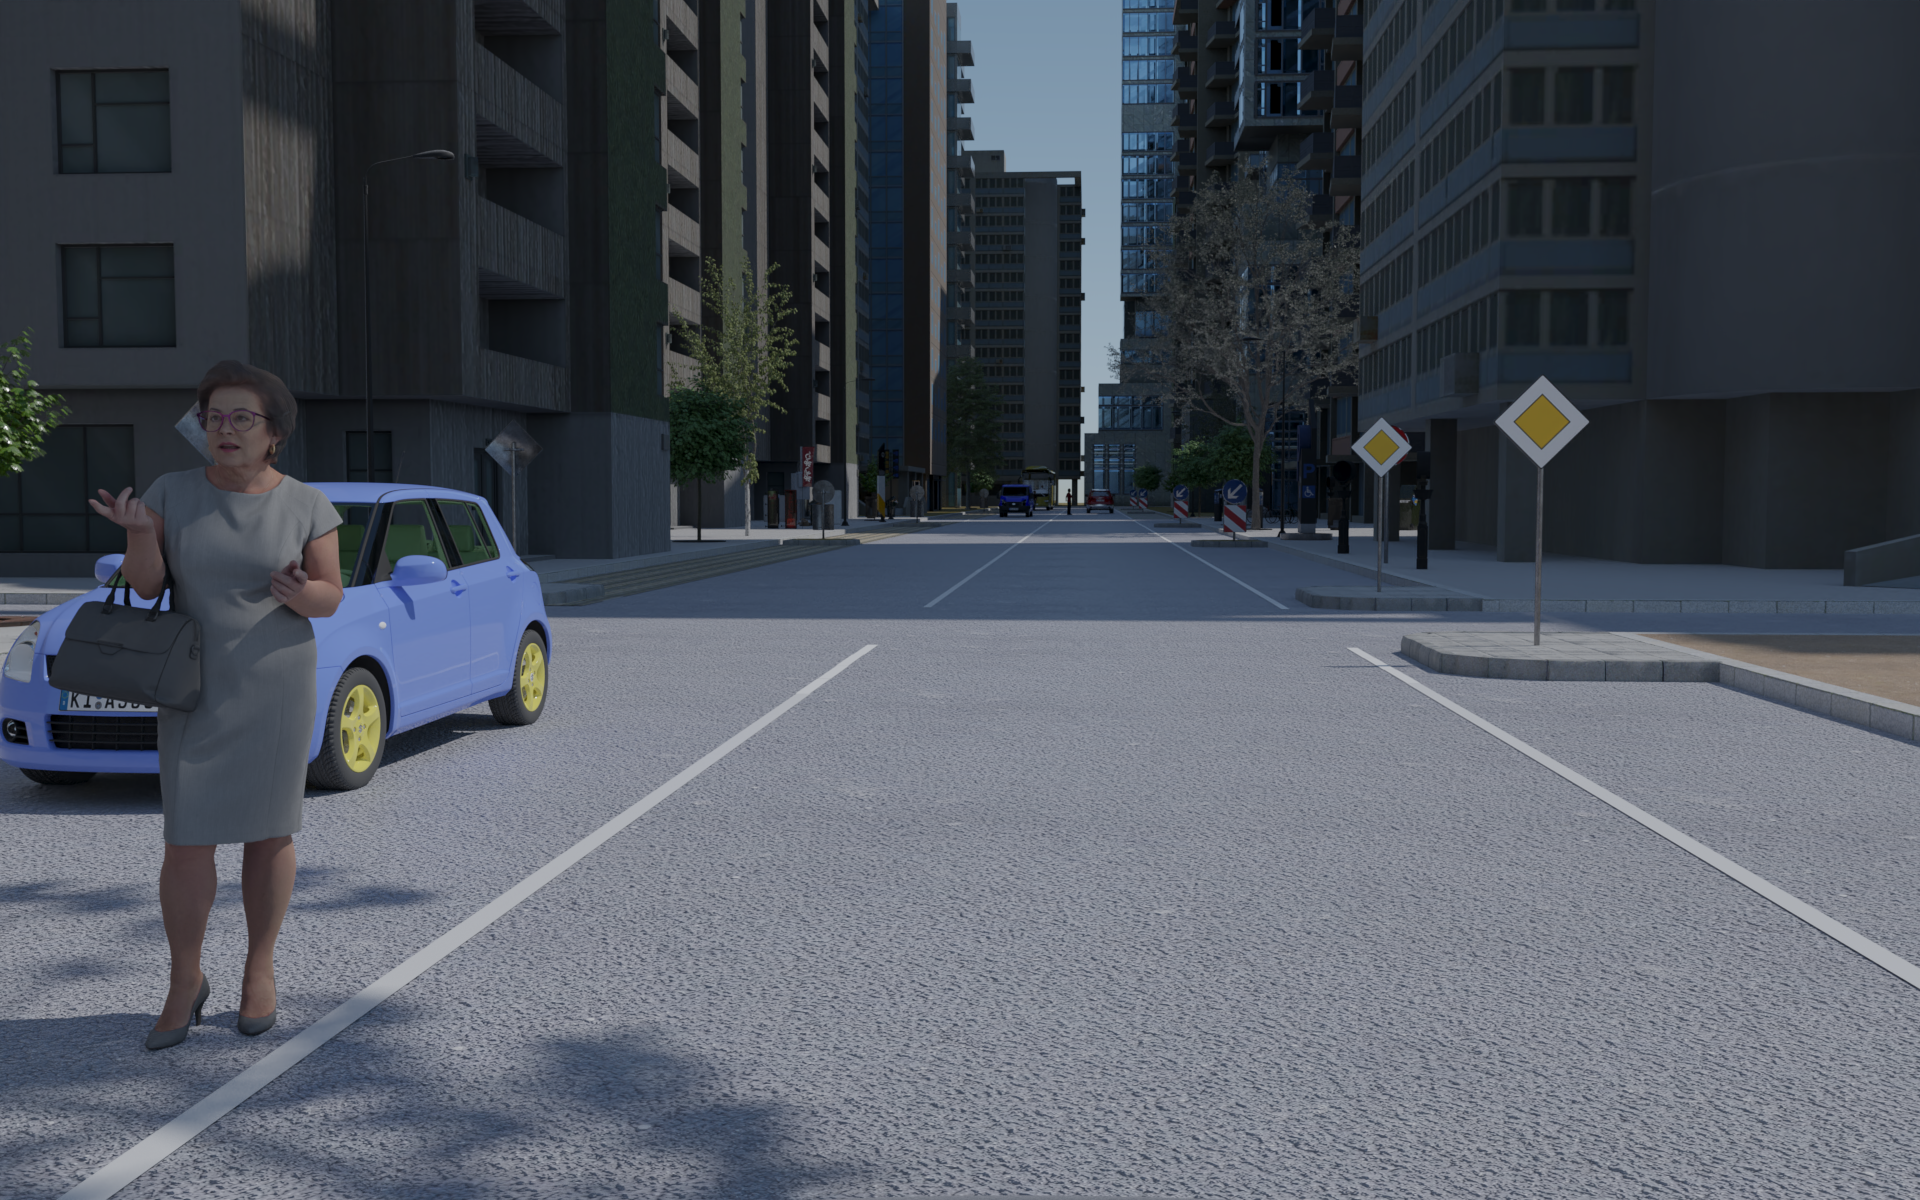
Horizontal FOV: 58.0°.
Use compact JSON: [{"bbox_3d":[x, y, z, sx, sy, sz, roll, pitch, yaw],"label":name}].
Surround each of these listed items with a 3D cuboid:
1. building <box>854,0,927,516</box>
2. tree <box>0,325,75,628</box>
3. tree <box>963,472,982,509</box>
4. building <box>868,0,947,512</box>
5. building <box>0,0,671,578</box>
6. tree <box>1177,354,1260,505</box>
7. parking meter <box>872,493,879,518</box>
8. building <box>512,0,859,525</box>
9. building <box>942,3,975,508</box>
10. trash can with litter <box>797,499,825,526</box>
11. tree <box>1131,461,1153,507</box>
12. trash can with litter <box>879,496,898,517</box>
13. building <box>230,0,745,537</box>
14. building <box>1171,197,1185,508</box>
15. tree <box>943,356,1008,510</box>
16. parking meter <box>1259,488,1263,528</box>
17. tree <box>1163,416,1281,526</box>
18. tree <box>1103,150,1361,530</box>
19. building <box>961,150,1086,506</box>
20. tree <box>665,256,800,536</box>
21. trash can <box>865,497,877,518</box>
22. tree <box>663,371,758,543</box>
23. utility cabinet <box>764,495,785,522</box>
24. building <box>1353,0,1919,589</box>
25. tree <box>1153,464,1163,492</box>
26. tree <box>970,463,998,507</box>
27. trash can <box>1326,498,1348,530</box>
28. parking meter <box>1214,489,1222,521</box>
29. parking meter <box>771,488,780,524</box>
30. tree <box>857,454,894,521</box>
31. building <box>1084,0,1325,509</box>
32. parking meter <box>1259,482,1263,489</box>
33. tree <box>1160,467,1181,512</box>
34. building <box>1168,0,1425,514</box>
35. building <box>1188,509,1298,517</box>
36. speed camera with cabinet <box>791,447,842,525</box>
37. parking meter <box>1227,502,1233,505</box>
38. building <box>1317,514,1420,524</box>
[{"bbox_3d":[-18.815,-25.652,111.293,32.217,40.220,23.993,0,4,4],"label":"building"},{"bbox_3d":[-9.698,-1.362,16.872,1.663,3.219,1.824,0,3,0],"label":"tree"},{"bbox_3d":[0.931,-9.435,148.860,1.663,3.219,1.824,0,3,0],"label":"tree"},{"bbox_3d":[-8.468,-29.320,129.485,14.600,45.320,14.200,0,4,4],"label":"building"},{"bbox_3d":[-14.002,-15.899,31.654,14.160,30.474,14.107,0,4,4],"label":"building"},{"bbox_3d":[13.093,-8.315,86.316,4.360,8.622,3.978,0,3,0],"label":"tree"},{"bbox_3d":[-4.613,-5.425,94.415,0.255,1.863,0.399,1,4,16],"label":"parking meter"},{"bbox_3d":[-13.028,-19.291,87.116,14.160,30.474,14.107,0,4,4],"label":"building"},{"bbox_3d":[-14.146,-33.165,161.849,30.456,49.044,23.786,0,4,4],"label":"building"},{"bbox_3d":[-5.936,-3.535,69.181,1.055,1.170,0.624,-3,4,-38],"label":"trash can with litter"},{"bbox_3d":[18.588,-11.455,171.006,4.285,4.588,4.351,0,3,0],"label":"tree"},{"bbox_3d":[-4.005,-5.154,95.659,1.055,1.170,0.624,-2,4,-26],"label":"trash can with litter"},{"bbox_3d":[-16.033,-17.805,62.812,14.160,30.474,14.107,0,4,4],"label":"building"},{"bbox_3d":[27.091,-24.024,164.497,14.160,30.474,14.107,0,4,4],"label":"building"},{"bbox_3d":[0.289,-13.736,142.711,7.486,12.596,7.792,0,3,0],"label":"tree"},{"bbox_3d":[11.173,-3.457,64.926,0.372,1.533,0.369,0,3,0],"label":"parking meter"},{"bbox_3d":[11.505,-5.343,71.078,4.285,4.588,4.351,0,3,0],"label":"tree"},{"bbox_3d":[10.584,-9.247,61.557,12.009,13.543,11.850,0,3,0],"label":"tree"},{"bbox_3d":[2.296,-30.979,198.385,23.993,40.220,32.217,0,4,4],"label":"building"},{"bbox_3d":[-6.704,-6.259,52.704,4.737,8.622,4.395,0,3,0],"label":"tree"},{"bbox_3d":[-4.687,-4.873,91.326,0.748,1.137,0.748,0,3,0],"label":"trash can"},{"bbox_3d":[-7.074,-3.828,46.300,4.285,4.588,4.351,0,3,0],"label":"tree"},{"bbox_3d":[-8.444,-4.158,79.146,1.020,1.237,0.306,-1,4,-14],"label":"utility cabinet"},{"bbox_3d":[21.814,-21.060,36.211,23.993,40.220,32.217,0,4,4],"label":"building"},{"bbox_3d":[12.955,-6.759,94.230,4.285,4.588,4.351,0,3,0],"label":"tree"},{"bbox_3d":[2.281,-11.763,176.042,4.285,4.588,4.351,0,3,0],"label":"tree"},{"bbox_3d":[13.350,-3.040,61.365,0.748,1.137,0.748,0,3,0],"label":"trash can"},{"bbox_3d":[12.098,-4.448,81.129,0.372,1.533,0.369,0,3,0],"label":"parking meter"},{"bbox_3d":[-7.937,-4.033,74.344,0.372,1.533,0.369,0,3,0],"label":"parking meter"},{"bbox_3d":[-4.227,-5.419,83.199,1.663,3.219,1.824,0,3,0],"label":"tree"},{"bbox_3d":[29.356,-53.664,190.076,31.000,86.520,22.319,0,4,4],"label":"building"},{"bbox_3d":[14.138,-4.642,81.605,0.255,1.863,0.399,0,4,2],"label":"parking meter"},{"bbox_3d":[15.050,-7.850,122.949,1.663,3.219,1.824,0,3,0],"label":"tree"},{"bbox_3d":[28.639,-29.836,142.440,22.147,44.769,28.867,0,4,4],"label":"building"},{"bbox_3d":[26.497,-48.800,110.549,22.319,86.520,31.000,0,4,4],"label":"building"},{"bbox_3d":[-6.028,-4.791,72.669,2.038,3.252,0.660,-1,4,-21],"label":"speed camera with cabinet"},{"bbox_3d":[10.220,-3.473,65.200,0.372,1.533,0.369,0,3,0],"label":"parking meter"},{"bbox_3d":[27.717,-26.094,81.263,22.147,44.769,28.867,0,4,4],"label":"building"}]
